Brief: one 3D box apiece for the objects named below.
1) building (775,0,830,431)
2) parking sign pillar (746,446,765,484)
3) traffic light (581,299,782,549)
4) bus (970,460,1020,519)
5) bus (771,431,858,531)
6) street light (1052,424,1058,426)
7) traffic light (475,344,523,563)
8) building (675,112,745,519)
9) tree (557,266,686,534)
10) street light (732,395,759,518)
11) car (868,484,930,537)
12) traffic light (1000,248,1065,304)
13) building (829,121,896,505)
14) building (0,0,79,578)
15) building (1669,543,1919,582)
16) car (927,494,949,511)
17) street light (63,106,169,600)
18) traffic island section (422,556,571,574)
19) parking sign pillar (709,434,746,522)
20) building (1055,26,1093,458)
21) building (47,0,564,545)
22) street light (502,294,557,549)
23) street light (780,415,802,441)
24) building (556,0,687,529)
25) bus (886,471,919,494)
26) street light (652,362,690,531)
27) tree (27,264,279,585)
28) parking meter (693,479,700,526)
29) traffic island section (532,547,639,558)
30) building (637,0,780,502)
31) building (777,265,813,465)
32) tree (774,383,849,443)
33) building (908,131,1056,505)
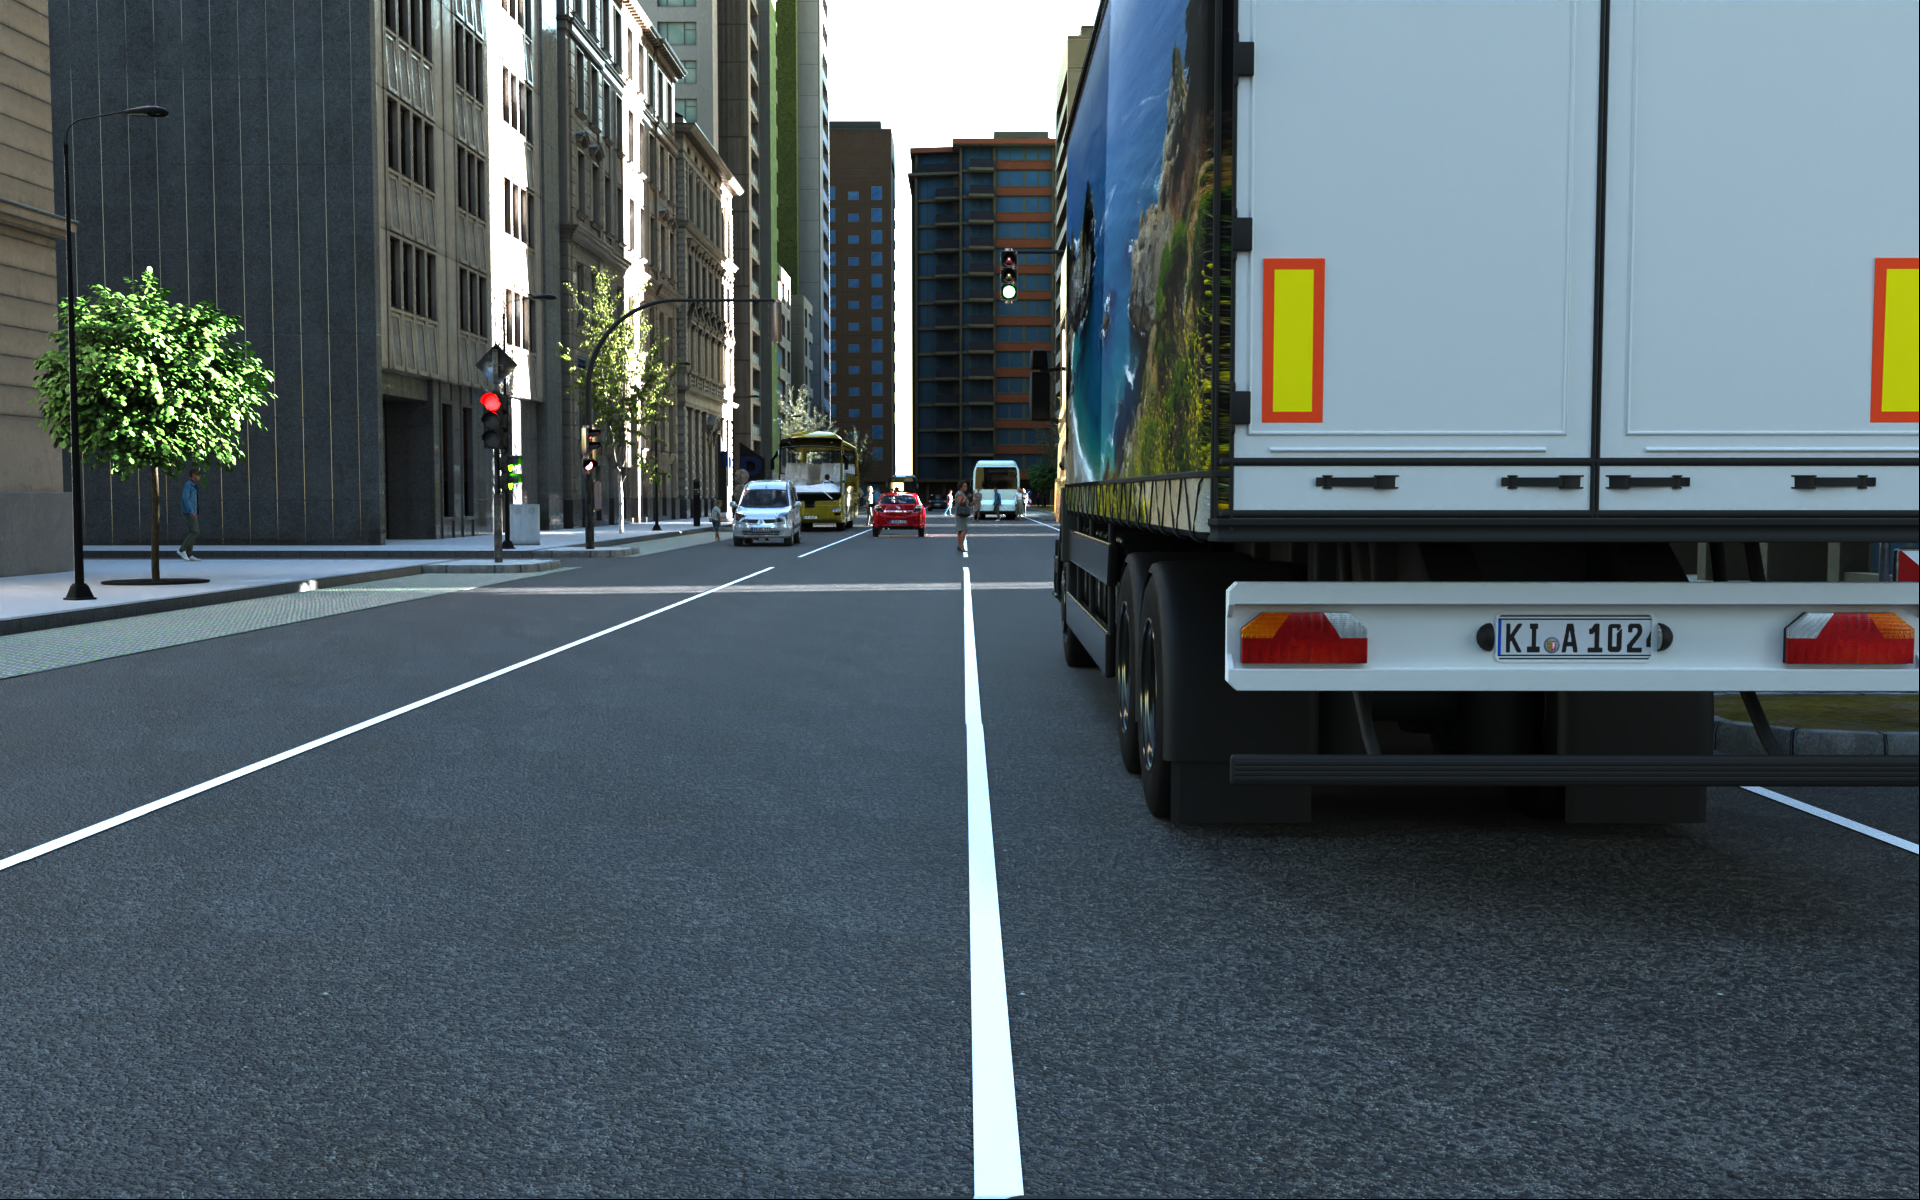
[{"bbox_3d":[-27.735,-38.879,177.676,28.212,58.520,21.231,0,3,0],"label":"building"},{"bbox_3d":[-10.720,-6.172,89.379,1.447,3.967,1.447,0,4,-2],"label":"parking sign pillar"},{"bbox_3d":[-6.542,-4.021,40.419,4.771,5.953,1.251,0,3,0],"label":"traffic light"},{"bbox_3d":[2.052,-6.510,101.290,2.948,3.499,13.247,0,4,1],"label":"bus"},{"bbox_3d":[-5.710,-4.851,70.856,2.896,3.916,12.252,0,4,-1],"label":"bus"},{"bbox_3d":[6.842,-8.745,115.525,1.470,5.913,1.316,0,3,0],"label":"street light"},{"bbox_3d":[-8.647,-2.659,32.402,0.839,4.253,0.868,0,3,0],"label":"traffic light"},{"bbox_3d":[-18.931,-16.477,98.281,11.050,23.489,19.941,0,3,0],"label":"building"},{"bbox_3d":[-10.922,-6.445,55.734,4.737,8.622,4.395,0,3,0],"label":"tree"},{"bbox_3d":[-10.099,-6.654,81.327,1.470,5.913,1.316,0,3,0],"label":"street light"},{"bbox_3d":[-2.100,-3.107,59.847,2.155,1.783,4.494,0,4,-1],"label":"car"},{"bbox_3d":[3.123,-3.522,32.258,4.771,5.953,1.251,0,3,0],"label":"traffic light"},{"bbox_3d":[-15.006,-34.103,207.697,14.200,45.320,14.600,0,3,0],"label":"building"},{"bbox_3d":[-25.859,-14.335,21.775,23.554,28.519,14.401,0,3,0],"label":"building"},{"bbox_3d":[20.652,-21.981,14.015,22.147,44.769,28.867,0,3,0],"label":"building"},{"bbox_3d":[-1.805,-8.333,146.031,2.009,1.686,4.222,0,4,2],"label":"car"},{"bbox_3d":[-10.169,-2.957,20.888,1.470,5.913,1.316,0,3,0],"label":"street light"},{"bbox_3d":[-8.687,-0.627,32.537,2.009,0.180,2.903,0,3,0],"label":"traffic island section"},{"bbox_3d":[-10.721,-5.533,78.944,1.447,3.967,1.447,0,4,2],"label":"parking sign pillar"},{"bbox_3d":[20.955,-33.843,177.035,21.300,48.544,21.600,0,3,0],"label":"building"},{"bbox_3d":[-20.459,-14.336,52.420,12.078,24.808,19.932,0,3,0],"label":"building"},{"bbox_3d":[-10.065,-4.151,40.406,1.470,5.913,1.316,0,3,0],"label":"street light"},{"bbox_3d":[-10.020,-7.918,101.994,1.470,5.913,1.316,0,3,0],"label":"street light"},{"bbox_3d":[-19.946,-17.013,75.425,12.463,27.353,25.104,0,3,0],"label":"building"},{"bbox_3d":[-5.275,-10.138,160.622,2.948,3.499,13.247,0,4,-1],"label":"bus"},{"bbox_3d":[-10.146,-5.402,60.867,1.470,5.913,1.316,0,3,0],"label":"street light"},{"bbox_3d":[-11.578,-2.515,24.832,4.285,4.588,4.351,0,3,0],"label":"tree"},{"bbox_3d":[-10.509,-3.878,69.118,0.255,1.863,0.399,-1,4,-9],"label":"parking meter"},{"bbox_3d":[-8.674,-1.116,40.522,2.009,0.180,2.903,0,3,0],"label":"traffic island section"},{"bbox_3d":[-20.627,-26.867,122.865,14.154,41.232,14.086,0,3,0],"label":"building"},{"bbox_3d":[-27.374,-18.342,144.929,27.650,21.520,28.899,0,3,0],"label":"building"},{"bbox_3d":[-10.392,-10.025,114.273,4.360,8.622,3.978,0,3,0],"label":"tree"},{"bbox_3d":[6.652,-34.095,212.071,28.867,44.769,22.147,0,3,0],"label":"building"}]
